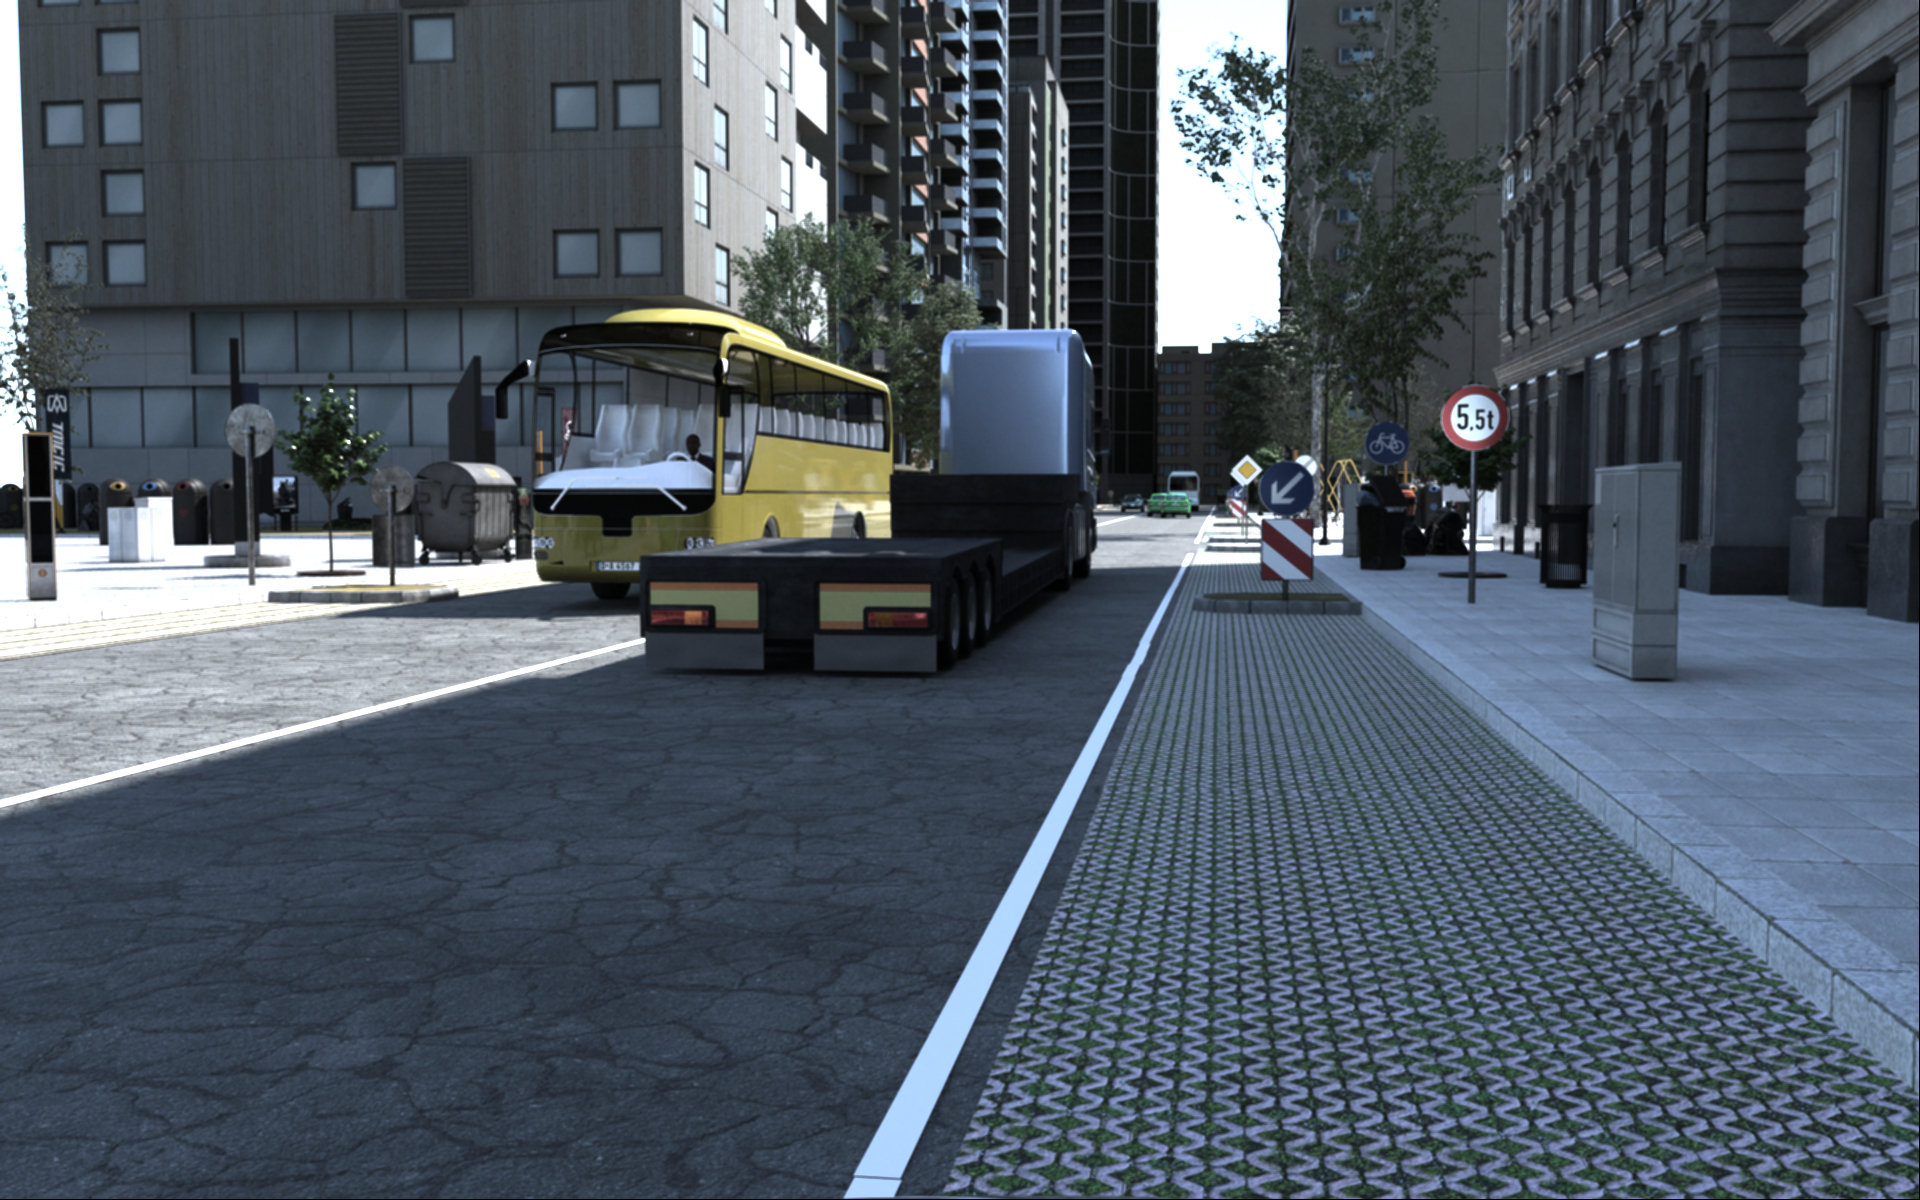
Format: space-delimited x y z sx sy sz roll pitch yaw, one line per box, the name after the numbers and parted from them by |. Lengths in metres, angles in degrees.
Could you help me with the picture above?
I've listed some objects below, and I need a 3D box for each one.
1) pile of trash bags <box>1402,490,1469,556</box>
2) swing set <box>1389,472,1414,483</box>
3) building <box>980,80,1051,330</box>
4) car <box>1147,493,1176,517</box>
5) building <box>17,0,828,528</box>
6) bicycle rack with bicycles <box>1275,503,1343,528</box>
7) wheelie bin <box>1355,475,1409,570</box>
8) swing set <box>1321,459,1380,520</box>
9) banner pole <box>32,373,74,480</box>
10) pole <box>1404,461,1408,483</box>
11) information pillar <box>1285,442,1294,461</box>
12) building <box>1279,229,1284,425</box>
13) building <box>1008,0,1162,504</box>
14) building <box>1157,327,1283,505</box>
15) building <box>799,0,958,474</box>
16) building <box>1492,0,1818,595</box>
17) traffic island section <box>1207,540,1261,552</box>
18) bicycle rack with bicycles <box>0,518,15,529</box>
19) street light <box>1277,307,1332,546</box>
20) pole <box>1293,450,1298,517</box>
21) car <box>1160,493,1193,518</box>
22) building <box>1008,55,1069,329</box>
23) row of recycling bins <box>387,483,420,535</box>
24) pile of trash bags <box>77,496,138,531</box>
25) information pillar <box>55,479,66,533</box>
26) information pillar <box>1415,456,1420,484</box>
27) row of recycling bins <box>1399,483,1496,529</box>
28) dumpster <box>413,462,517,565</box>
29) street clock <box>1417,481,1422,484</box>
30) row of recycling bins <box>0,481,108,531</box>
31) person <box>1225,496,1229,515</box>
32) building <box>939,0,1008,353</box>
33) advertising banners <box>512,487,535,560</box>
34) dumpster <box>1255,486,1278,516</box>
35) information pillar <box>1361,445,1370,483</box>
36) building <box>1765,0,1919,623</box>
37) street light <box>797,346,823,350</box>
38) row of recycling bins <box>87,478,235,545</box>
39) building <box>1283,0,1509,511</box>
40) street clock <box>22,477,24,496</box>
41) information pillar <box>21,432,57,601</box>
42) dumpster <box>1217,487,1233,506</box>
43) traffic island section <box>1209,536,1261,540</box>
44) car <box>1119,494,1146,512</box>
9.854 -1.701 37.572 1.912 1.369 3.447 0 4 6 | pile of trash bags
30.832 -7.672 123.050 3.119 2.851 2.862 1 4 10 | swing set
1.035 -29.583 167.281 14.154 41.232 14.086 1 4 9 | building
12.797 -6.174 109.738 1.959 1.807 4.718 0 4 8 | car
-21.524 -29.880 77.776 28.713 52.752 27.495 1 4 9 | building
13.528 -3.268 66.810 2.925 0.926 2.852 -1 4 -11 | bicycle rack with bicycles
7.130 -1.317 29.436 0.980 1.594 0.693 -2 4 -35 | wheelie bin
17.601 -5.014 79.594 2.862 2.851 3.119 0 4 3 | swing set
-18.980 -2.822 36.155 0.863 3.779 0.401 -3 5 -41 | banner pole
27.321 -6.873 106.217 0.158 3.312 0.155 0 3 0 | pole
14.846 -5.311 78.196 0.183 3.616 0.504 -2 4 -30 | information pillar
41.846 -25.519 188.941 14.160 30.474 14.107 1 4 9 | building
15.073 -47.991 222.901 20.611 71.187 20.563 1 4 9 | building
40.602 -23.193 224.241 28.899 21.520 27.650 1 4 9 | building
-12.178 -28.044 113.136 22.147 44.769 28.867 1 4 9 | building
15.500 -11.032 29.518 9.793 20.994 18.267 1 4 9 | building
7.257 -1.313 43.754 2.009 0.180 2.903 1 4 9 | traffic island section
-35.981 -2.991 62.285 2.925 0.926 2.852 0 4 -7 | bicycle rack with bicycles
8.580 -4.320 43.170 1.470 5.913 1.316 1 4 9 | street light
15.450 -5.259 79.829 0.158 3.312 0.155 0 3 0 | pole
13.034 -5.849 104.421 1.959 1.807 4.718 0 4 8 | car
0.476 -34.667 190.503 21.600 48.544 21.300 1 4 9 | building
-16.494 -2.924 54.912 3.534 1.692 1.069 0 4 8 | row of recycling bins
-29.193 -3.106 60.531 3.447 1.369 1.912 2 4 33 | pile of trash bags
-29.530 -3.999 56.740 0.183 3.616 0.504 -3 5 -44 | information pillar
26.503 -6.666 100.343 0.183 3.616 0.504 -1 4 -10 | information pillar
17.669 -3.438 63.326 3.534 1.692 1.069 0 4 4 | row of recycling bins
-9.101 -1.598 31.881 1.264 1.857 1.865 1 4 8 | dumpster
25.826 -5.677 97.394 0.358 2.002 0.471 0 4 4 | street clock
-34.184 -3.545 65.066 3.534 1.692 1.069 -1 4 -11 | row of recycling bins
17.418 -6.123 112.862 0.306 1.304 0.590 2 4 25 | person
-6.609 -50.864 144.292 22.319 86.520 31.000 1 4 9 | building
-8.244 -2.345 34.535 0.090 3.025 2.074 2 4 25 | advertising banners
18.191 -6.096 102.170 1.502 2.255 1.985 1 4 9 | dumpster
19.224 -5.557 82.210 0.504 3.616 0.183 -2 4 -28 | information pillar
13.334 -11.097 10.318 11.050 23.489 19.941 1 4 9 | building
-4.981 -5.006 54.386 1.470 5.913 1.316 1 4 9 | street light
-20.059 -2.259 44.050 3.534 1.692 1.069 0 4 -5 | row of recycling bins
37.701 -31.678 141.645 21.300 48.544 21.600 1 4 9 | building
-39.109 -4.155 72.510 0.358 2.002 0.471 -2 4 -30 | street clock
-11.089 -1.001 20.862 0.304 2.012 0.304 -2 4 -33 | information pillar
30.532 -11.897 199.460 1.985 2.255 1.502 0 4 7 | dumpster
8.447 -1.796 51.650 2.009 0.180 2.903 1 4 9 | traffic island section
13.947 -7.819 139.642 2.131 1.459 4.920 0 4 7 | car
